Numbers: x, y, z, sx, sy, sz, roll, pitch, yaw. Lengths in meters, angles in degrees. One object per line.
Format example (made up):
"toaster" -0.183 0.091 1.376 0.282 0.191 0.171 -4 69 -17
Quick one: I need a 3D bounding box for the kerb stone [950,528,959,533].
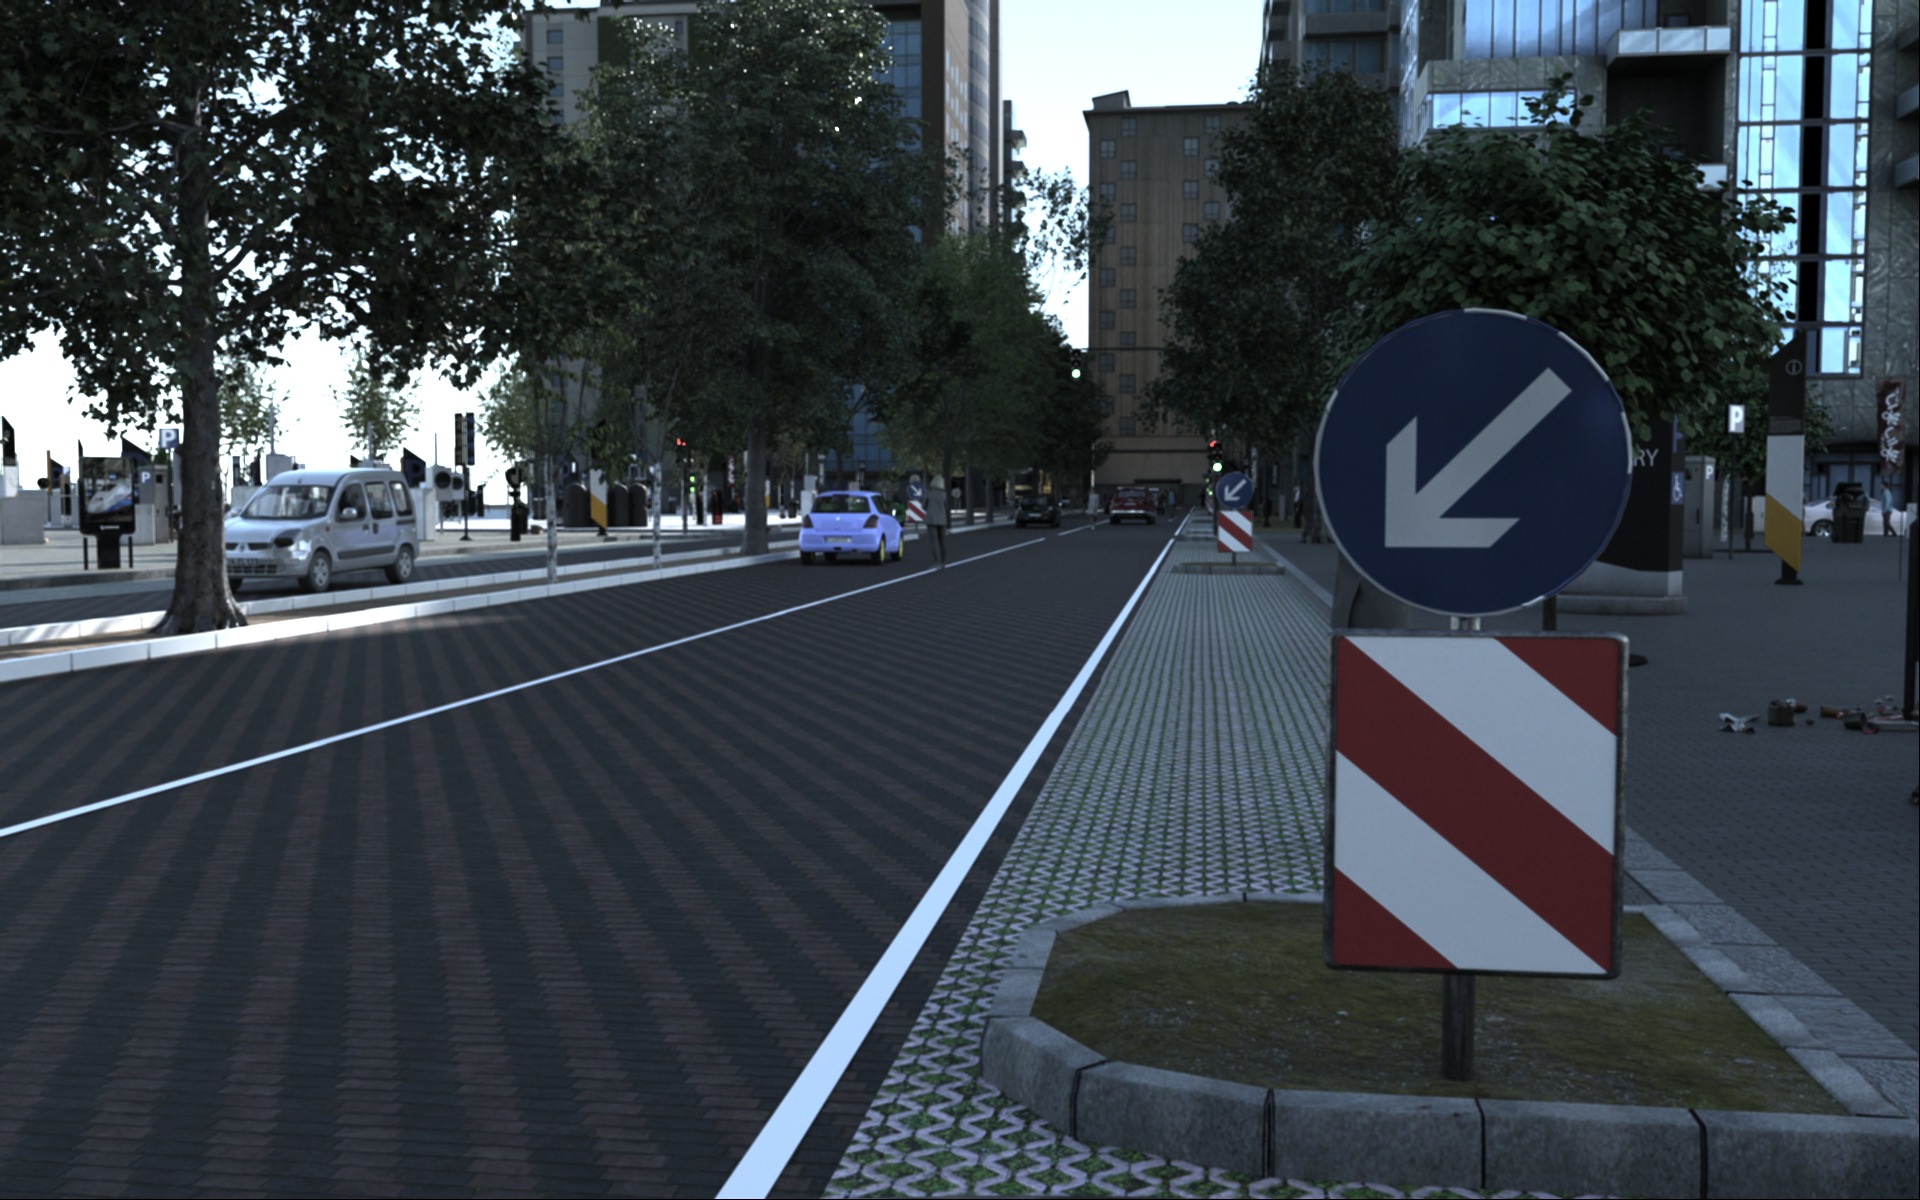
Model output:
"kerb stone" -0.258 -2.543 63.778 0.120 0.150 1.000 0 4 8

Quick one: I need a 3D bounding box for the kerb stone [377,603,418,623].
"kerb stone" -6.448 0.158 19.608 0.120 0.150 1.000 0 4 8

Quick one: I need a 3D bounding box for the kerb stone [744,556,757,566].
"kerb stone" -4.312 -0.773 34.831 0.120 0.150 1.000 0 4 8

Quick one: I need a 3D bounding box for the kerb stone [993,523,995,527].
"kerb stone" 1.304 -3.227 74.963 0.120 0.150 1.000 0 4 8

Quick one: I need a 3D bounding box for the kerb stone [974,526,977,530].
"kerb stone" 0.453 -2.854 68.864 0.120 0.150 1.000 0 4 8

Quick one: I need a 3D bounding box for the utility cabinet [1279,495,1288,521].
"utility cabinet" 15.431 -4.366 82.544 0.306 1.237 1.020 1 4 19

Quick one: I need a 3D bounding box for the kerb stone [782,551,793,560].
"kerb stone" -3.887 -0.955 37.871 0.120 0.150 1.000 0 4 8

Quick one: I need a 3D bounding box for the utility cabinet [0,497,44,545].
"utility cabinet" -23.841 -2.005 43.947 0.306 1.237 1.020 3 5 40

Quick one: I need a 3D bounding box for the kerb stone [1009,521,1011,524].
"kerb stone" 2.161 -3.595 81.044 0.120 0.150 1.000 0 4 8

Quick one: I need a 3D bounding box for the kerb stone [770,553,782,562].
"kerb stone" -4.025 -0.897 36.858 0.120 0.150 1.000 0 4 8

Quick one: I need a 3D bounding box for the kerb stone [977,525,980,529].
"kerb stone" 0.592 -2.916 69.877 0.120 0.150 1.000 0 4 8

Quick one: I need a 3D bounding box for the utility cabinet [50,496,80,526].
"utility cabinet" -35.556 -3.527 68.831 1.020 1.237 0.306 -1 4 -18

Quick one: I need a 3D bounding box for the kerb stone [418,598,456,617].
"kerb stone" -6.304 0.098 20.622 0.120 0.150 1.000 0 4 8

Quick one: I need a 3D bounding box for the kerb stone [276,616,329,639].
"kerb stone" -6.732 0.283 17.571 0.120 0.150 1.000 0 4 8

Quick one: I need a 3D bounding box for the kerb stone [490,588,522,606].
"kerb stone" -6.018 -0.023 22.654 0.120 0.150 1.000 0 4 8

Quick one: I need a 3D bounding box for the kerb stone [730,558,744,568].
"kerb stone" -4.454 -0.711 33.819 0.120 0.150 1.000 0 4 8

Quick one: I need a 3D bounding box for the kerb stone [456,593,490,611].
"kerb stone" -6.159 0.034 21.633 0.120 0.150 1.000 0 4 8

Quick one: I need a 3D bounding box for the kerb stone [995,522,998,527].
"kerb stone" 1.447 -3.288 75.975 0.120 0.150 1.000 0 4 8

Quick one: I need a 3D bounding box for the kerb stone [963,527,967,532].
"kerb stone" 0.032 -2.665 65.811 0.120 0.150 1.000 0 4 8

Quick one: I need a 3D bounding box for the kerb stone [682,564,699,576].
"kerb stone" -4.884 -0.524 30.767 0.120 0.150 1.000 0 4 8

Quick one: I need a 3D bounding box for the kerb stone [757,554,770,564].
"kerb stone" -4.170 -0.828 35.844 0.120 0.150 1.000 0 4 8

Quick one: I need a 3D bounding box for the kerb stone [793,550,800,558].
"kerb stone" -3.750 -1.018 38.883 0.120 0.150 1.000 0 4 8

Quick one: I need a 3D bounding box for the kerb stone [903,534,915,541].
"kerb stone" -1.620 -1.950 54.099 0.120 0.150 1.000 0 4 8

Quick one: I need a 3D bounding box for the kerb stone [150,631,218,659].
"kerb stone" -7.016 0.410 15.530 0.120 0.150 1.000 0 4 8

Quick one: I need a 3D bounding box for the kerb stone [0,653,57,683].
"kerb stone" -7.304 0.533 13.485 0.120 0.150 1.000 0 4 8

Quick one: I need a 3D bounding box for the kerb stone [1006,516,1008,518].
"kerb stone" 2.486 -4.673 98.593 0.120 0.150 1.000 0 4 8

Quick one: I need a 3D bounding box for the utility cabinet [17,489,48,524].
"utility cabinet" -38.764 -3.890 72.273 1.173 1.500 0.318 -1 4 -22

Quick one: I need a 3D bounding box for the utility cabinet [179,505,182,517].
"utility cabinet" -43.427 -5.282 97.524 1.020 1.237 0.306 -3 5 -41

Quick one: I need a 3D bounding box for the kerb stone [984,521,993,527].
"kerb stone" 1.161 -3.165 73.948 0.120 0.150 1.000 0 4 8

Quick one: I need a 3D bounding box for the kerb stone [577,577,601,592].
"kerb stone" -5.594 -0.214 25.694 0.120 0.150 1.000 0 4 8

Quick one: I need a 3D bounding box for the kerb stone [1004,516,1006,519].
"kerb stone" 2.349 -4.607 97.571 0.120 0.150 1.000 0 4 8

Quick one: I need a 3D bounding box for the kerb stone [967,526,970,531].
"kerb stone" 0.160 -2.730 66.828 0.120 0.150 1.000 0 4 8

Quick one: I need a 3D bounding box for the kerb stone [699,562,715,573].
"kerb stone" -4.738 -0.586 31.778 0.120 0.150 1.000 0 4 8

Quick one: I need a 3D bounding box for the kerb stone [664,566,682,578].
"kerb stone" -5.027 -0.462 29.750 0.120 0.150 1.000 0 4 8

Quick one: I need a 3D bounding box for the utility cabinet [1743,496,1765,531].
"utility cabinet" 27.459 -2.973 59.771 1.020 1.237 0.306 -3 4 -36

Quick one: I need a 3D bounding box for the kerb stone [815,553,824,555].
"kerb stone" -3.321 -1.202 41.920 0.120 0.150 1.000 0 4 8

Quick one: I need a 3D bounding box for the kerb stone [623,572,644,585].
"kerb stone" -5.311 -0.338 27.719 0.120 0.150 1.000 0 4 8

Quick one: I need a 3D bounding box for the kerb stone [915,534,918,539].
"kerb stone" -1.469 -2.013 55.110 0.120 0.150 1.000 0 4 8

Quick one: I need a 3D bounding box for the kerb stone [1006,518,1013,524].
"kerb stone" 2.302 -3.661 82.058 0.120 0.150 1.000 0 4 8

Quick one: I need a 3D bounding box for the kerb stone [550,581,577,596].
"kerb stone" -5.732 -0.150 24.680 0.120 0.150 1.000 0 4 8

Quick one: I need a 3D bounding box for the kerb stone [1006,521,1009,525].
"kerb stone" 2.015 -3.537 80.028 0.120 0.150 1.000 0 4 8

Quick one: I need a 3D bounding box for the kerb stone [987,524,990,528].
"kerb stone" 1.029 -3.103 72.934 0.120 0.150 1.000 0 4 8

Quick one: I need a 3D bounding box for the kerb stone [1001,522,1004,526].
"kerb stone" 1.731 -3.413 78.004 0.120 0.150 1.000 0 4 8

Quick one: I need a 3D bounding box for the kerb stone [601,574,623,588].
"kerb stone" -5.454 -0.276 26.707 0.120 0.150 1.000 0 4 8

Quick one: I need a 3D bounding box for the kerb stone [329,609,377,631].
"kerb stone" -6.584 0.227 18.591 0.120 0.150 1.000 0 4 8

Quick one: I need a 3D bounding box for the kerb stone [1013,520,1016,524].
"kerb stone" 2.444 -3.723 83.071 0.120 0.150 1.000 0 4 8

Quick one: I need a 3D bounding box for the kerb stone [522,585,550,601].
"kerb stone" -5.879 -0.090 23.669 0.120 0.150 1.000 0 4 8

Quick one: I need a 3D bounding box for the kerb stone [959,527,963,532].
"kerb stone" -0.123 -2.605 64.793 0.120 0.150 1.000 0 4 8

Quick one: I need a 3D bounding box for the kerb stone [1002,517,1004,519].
"kerb stone" 2.199 -4.547 96.546 0.120 0.150 1.000 0 4 8

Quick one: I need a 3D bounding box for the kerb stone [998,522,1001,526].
"kerb stone" 1.592 -3.351 76.991 0.120 0.150 1.000 0 4 8

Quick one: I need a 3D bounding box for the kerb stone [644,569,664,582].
"kerb stone" -5.171 -0.397 28.732 0.120 0.150 1.000 0 4 8

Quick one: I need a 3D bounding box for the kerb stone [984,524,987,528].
"kerb stone" 0.875 -3.035 71.917 0.120 0.150 1.000 0 4 8

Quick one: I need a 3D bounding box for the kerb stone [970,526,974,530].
"kerb stone" 0.308 -2.792 67.853 0.120 0.150 1.000 0 4 8

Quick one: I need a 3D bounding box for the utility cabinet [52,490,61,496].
"utility cabinet" -45.009 -4.741 86.199 1.173 1.500 0.318 2 4 29

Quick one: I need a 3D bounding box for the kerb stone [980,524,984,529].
"kerb stone" 0.738 -2.970 70.903 0.120 0.150 1.000 0 4 8

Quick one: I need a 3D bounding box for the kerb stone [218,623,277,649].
"kerb stone" -6.870 0.346 16.546 0.120 0.150 1.000 0 4 8

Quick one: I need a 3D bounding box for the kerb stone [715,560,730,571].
"kerb stone" -4.591 -0.644 32.807 0.120 0.150 1.000 0 4 8

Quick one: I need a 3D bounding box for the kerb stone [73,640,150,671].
"kerb stone" -7.160 0.471 14.497 0.120 0.150 1.000 0 4 8

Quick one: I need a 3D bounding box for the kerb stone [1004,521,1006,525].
"kerb stone" 1.865 -3.475 79.017 0.120 0.150 1.000 0 4 8
